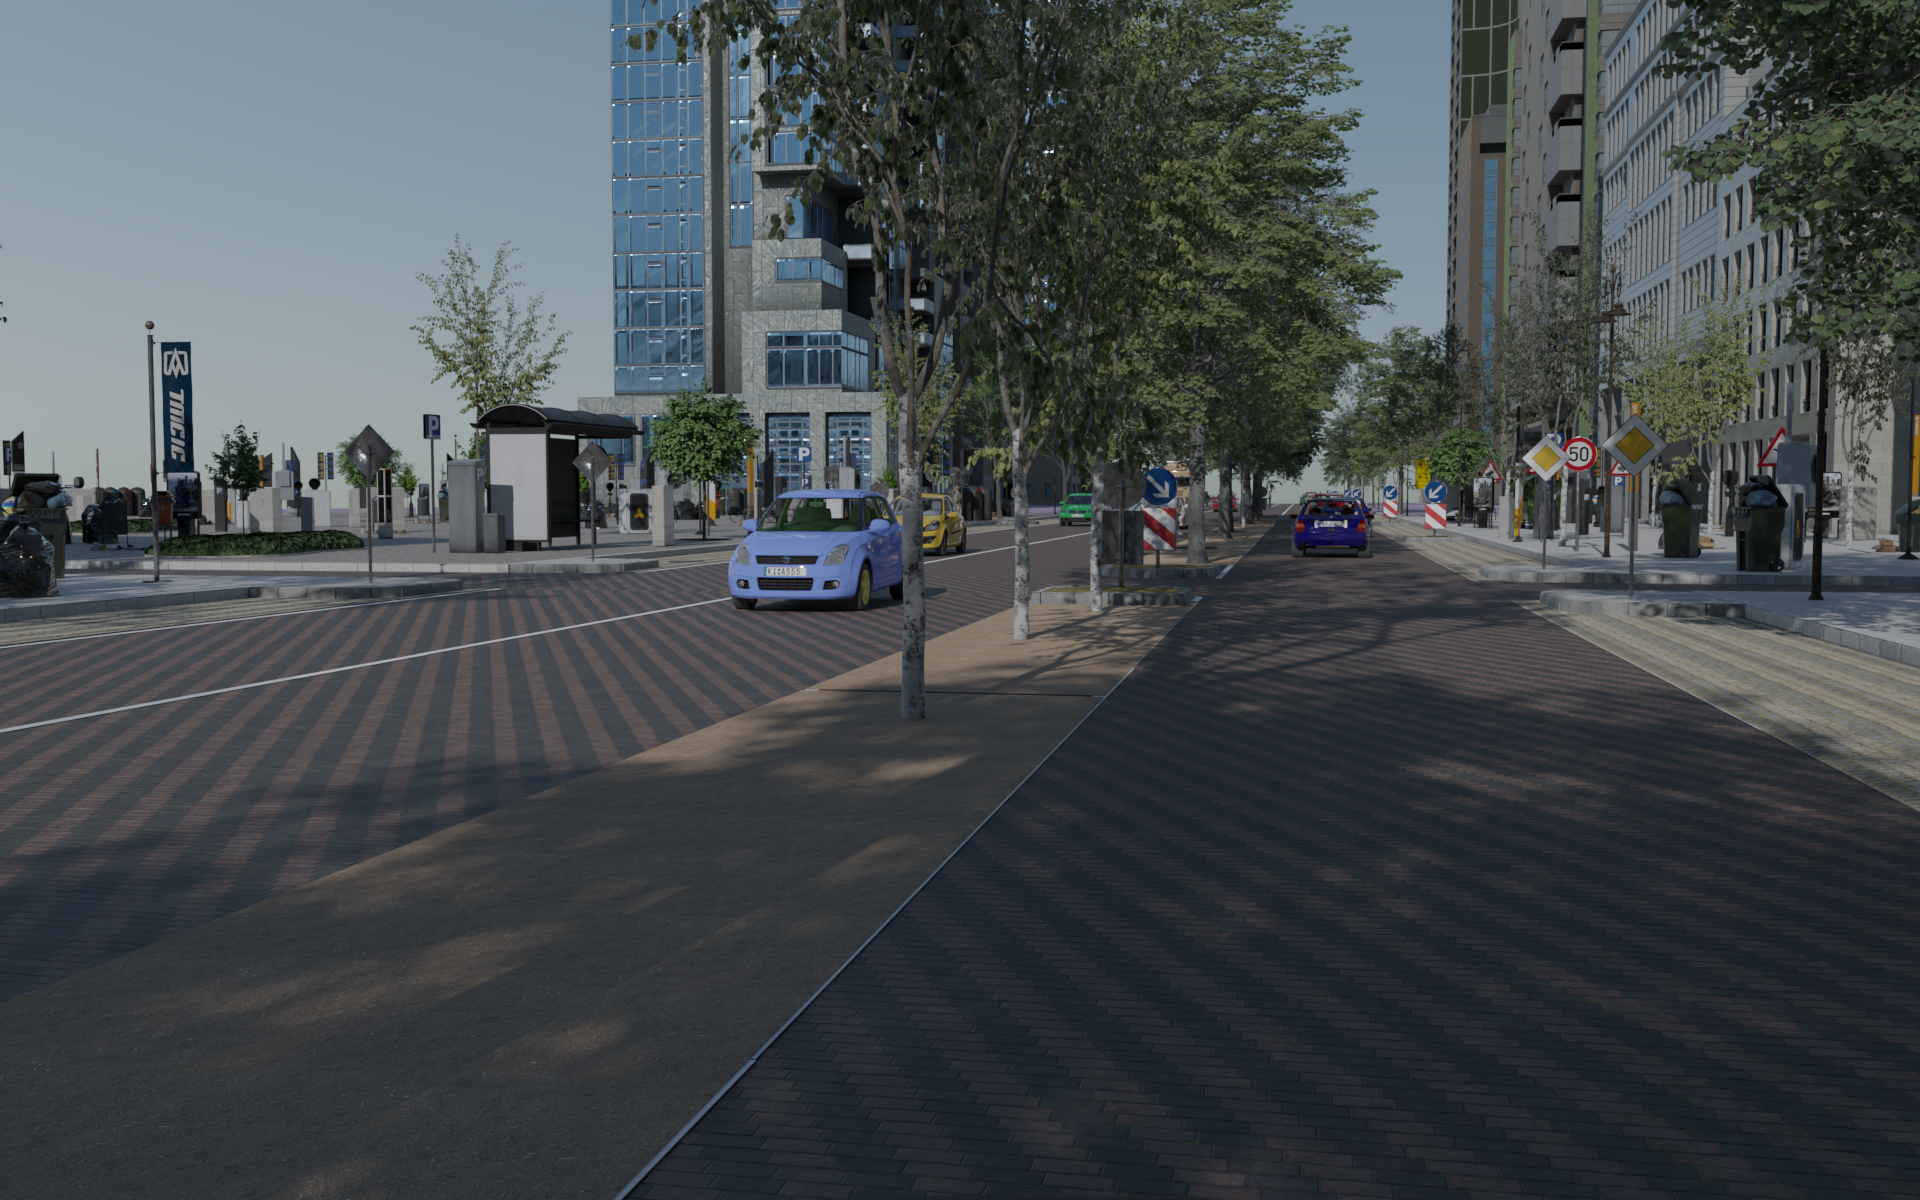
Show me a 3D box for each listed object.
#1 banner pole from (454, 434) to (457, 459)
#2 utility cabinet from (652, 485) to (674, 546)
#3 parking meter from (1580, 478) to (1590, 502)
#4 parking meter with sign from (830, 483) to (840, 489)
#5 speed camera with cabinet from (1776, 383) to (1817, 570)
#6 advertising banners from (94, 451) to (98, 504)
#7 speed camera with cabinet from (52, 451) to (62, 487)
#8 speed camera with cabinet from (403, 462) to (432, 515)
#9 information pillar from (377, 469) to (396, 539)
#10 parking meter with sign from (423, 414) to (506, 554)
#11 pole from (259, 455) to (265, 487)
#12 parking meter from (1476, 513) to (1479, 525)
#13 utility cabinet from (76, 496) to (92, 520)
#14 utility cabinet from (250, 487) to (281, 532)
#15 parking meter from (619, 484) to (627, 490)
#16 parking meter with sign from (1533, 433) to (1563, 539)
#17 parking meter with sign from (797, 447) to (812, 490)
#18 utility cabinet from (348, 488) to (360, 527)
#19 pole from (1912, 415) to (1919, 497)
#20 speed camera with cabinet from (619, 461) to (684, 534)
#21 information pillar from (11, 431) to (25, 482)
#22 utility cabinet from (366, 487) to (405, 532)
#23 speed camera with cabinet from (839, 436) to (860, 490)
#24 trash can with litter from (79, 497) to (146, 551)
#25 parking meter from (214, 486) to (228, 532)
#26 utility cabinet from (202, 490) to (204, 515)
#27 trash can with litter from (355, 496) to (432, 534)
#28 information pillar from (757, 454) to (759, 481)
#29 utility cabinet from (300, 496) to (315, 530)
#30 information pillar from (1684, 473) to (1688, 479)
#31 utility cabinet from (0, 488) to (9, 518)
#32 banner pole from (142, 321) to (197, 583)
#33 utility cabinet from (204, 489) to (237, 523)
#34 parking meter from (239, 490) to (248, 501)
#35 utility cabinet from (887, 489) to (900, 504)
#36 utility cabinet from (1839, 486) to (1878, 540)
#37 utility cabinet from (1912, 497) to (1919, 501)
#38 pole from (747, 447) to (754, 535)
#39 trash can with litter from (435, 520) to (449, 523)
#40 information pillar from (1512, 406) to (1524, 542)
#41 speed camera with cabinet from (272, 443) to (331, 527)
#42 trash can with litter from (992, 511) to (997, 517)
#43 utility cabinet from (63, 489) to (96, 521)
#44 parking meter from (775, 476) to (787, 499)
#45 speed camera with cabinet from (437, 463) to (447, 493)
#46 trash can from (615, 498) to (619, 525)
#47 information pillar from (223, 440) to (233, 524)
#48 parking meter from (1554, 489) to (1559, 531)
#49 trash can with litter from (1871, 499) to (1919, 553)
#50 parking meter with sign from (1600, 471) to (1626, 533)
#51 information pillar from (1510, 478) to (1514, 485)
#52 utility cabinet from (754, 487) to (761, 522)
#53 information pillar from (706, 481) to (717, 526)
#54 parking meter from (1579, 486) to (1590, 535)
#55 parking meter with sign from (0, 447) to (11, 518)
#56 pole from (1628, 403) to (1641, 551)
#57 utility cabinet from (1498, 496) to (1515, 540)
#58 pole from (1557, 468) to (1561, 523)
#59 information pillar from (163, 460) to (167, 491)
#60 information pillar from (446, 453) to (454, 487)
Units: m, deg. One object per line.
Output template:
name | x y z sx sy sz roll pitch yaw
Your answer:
banner pole | -21.161 -5.059 72.736 0.401 3.779 0.863 -1 4 -17
utility cabinet | -7.327 -2.079 42.672 0.318 1.500 1.173 0 4 2
parking meter | 22.381 -3.451 62.128 0.399 1.863 0.255 1 4 11
parking meter with sign | -6.306 -5.676 89.056 0.543 3.016 1.738 -3 5 -43
speed camera with cabinet | 14.473 -2.194 30.207 0.660 3.252 2.038 3 4 38
advertising banners | -34.270 -4.435 68.698 0.090 3.025 2.074 -2 4 -29
speed camera with cabinet | -42.579 -5.232 79.877 2.038 3.252 0.660 -1 4 -21
speed camera with cabinet | -33.838 -6.929 107.630 2.038 3.252 0.660 -2 4 -27
information pillar | -16.573 -2.778 49.914 0.304 2.012 0.304 2 4 26
parking meter with sign | -10.733 -2.532 37.651 1.738 3.016 0.543 1 4 16
pole | -36.108 -5.859 89.644 0.158 3.312 0.155 0 3 0
parking meter | 21.453 -4.003 71.159 0.399 1.863 0.255 -1 4 -20
utility cabinet | -32.723 -3.276 64.722 0.306 1.237 1.020 -3 5 -41
utility cabinet | -22.096 -2.837 55.056 1.173 1.500 0.318 2 4 33
parking meter | -18.951 -5.614 97.497 0.399 1.863 0.255 1 4 21
parking meter with sign | 16.942 -3.293 50.101 0.543 3.016 1.738 0 4 7
parking meter with sign | -5.724 -4.179 64.590 0.543 3.016 1.738 0 4 1
utility cabinet | -23.424 -3.563 66.936 0.318 1.500 1.173 -2 4 -25
pole | 24.716 -3.117 44.811 0.158 3.312 0.155 0 3 0
speed camera with cabinet | -9.956 -3.763 55.856 2.038 3.252 0.660 -2 4 -35
information pillar | -34.677 -4.433 63.832 0.183 3.616 0.504 2 4 29
utility cabinet | -19.279 -3.025 58.143 1.173 1.500 0.318 -2 4 -30
speed camera with cabinet | -3.933 -3.930 58.598 0.660 3.252 2.038 1 4 15
trash can with litter | -18.979 -1.757 39.778 2.233 1.210 1.678 -2 4 -25
parking meter | -25.148 -3.257 58.964 0.399 1.863 0.255 0 4 -3
utility cabinet | -37.193 -4.759 86.486 1.173 1.500 0.318 -1 4 -18
trash can with litter | -18.478 -2.732 55.732 2.233 1.210 1.678 2 4 26
information pillar | -11.915 -6.773 102.085 0.183 3.616 0.504 -1 4 -9
utility cabinet | -17.180 -2.109 45.645 0.306 1.237 1.020 -1 4 -17
information pillar | 25.735 -3.461 61.077 0.304 2.012 0.304 0 4 -4
utility cabinet | -36.134 -3.488 65.703 1.173 1.500 0.318 -3 5 -41
banner pole | -11.473 -2.145 25.096 0.863 3.779 0.401 0 4 7
utility cabinet | -32.500 -4.132 76.232 1.173 1.500 0.318 -1 4 -10
parking meter | -38.069 -5.281 92.062 0.255 1.863 0.399 2 4 25
utility cabinet | -2.759 -3.886 72.220 0.318 1.500 1.173 1 4 13
utility cabinet | 24.929 -2.408 48.054 1.173 1.500 0.318 -2 4 -27
utility cabinet | 22.074 -1.709 39.100 1.020 1.237 0.306 3 5 45
pole | -6.497 -3.662 53.725 0.158 3.312 0.155 0 3 0
trash can with litter | -23.148 -3.978 76.098 2.233 1.210 1.678 -2 4 -28
information pillar | 14.933 -3.356 46.224 0.183 3.616 0.504 2 4 32
speed camera with cabinet | -25.492 -4.447 67.049 2.038 3.252 0.660 -2 4 -34
trash can with litter | 1.585 -5.166 95.859 1.055 1.170 0.624 -1 4 -21
utility cabinet | -35.593 -3.754 70.052 1.173 1.500 0.318 -1 4 -19
parking meter | -5.938 -3.170 57.546 0.255 1.863 0.399 2 4 26
speed camera with cabinet | -33.881 -7.162 111.438 2.038 3.252 0.660 -3 4 -36
trash can | -13.377 -3.508 69.008 0.748 1.137 0.748 0 3 0
information pillar | -31.720 -5.114 74.975 0.504 3.616 0.183 3 5 43
parking meter | 20.731 -3.191 60.583 0.372 1.533 0.369 0 3 0
trash can with litter | 20.654 -1.628 37.997 1.055 1.170 0.624 0 4 -1
parking meter with sign | 21.701 -3.739 57.387 0.543 3.016 1.738 0 4 0
information pillar | 25.253 -4.556 78.987 0.304 2.012 0.304 -2 4 -28
utility cabinet | -6.520 -2.841 55.132 0.318 1.500 1.173 0 3 0
information pillar | -10.077 -4.798 69.806 0.504 3.616 0.183 1 4 11
parking meter | 19.582 -2.815 54.435 0.372 1.533 0.369 0 3 0
parking meter with sign | -36.279 -4.186 64.708 1.738 3.016 0.543 0 4 5
pole | 15.102 -2.748 38.780 0.158 3.312 0.155 0 3 0
utility cabinet | 15.542 -2.327 49.203 0.306 1.237 1.020 2 4 26
pole | 24.392 -4.692 70.549 0.158 3.312 0.155 0 3 0
information pillar | -54.418 -7.792 118.757 0.504 3.616 0.183 1 4 16
information pillar | -28.897 -6.540 98.278 0.183 3.616 0.504 3 5 39
